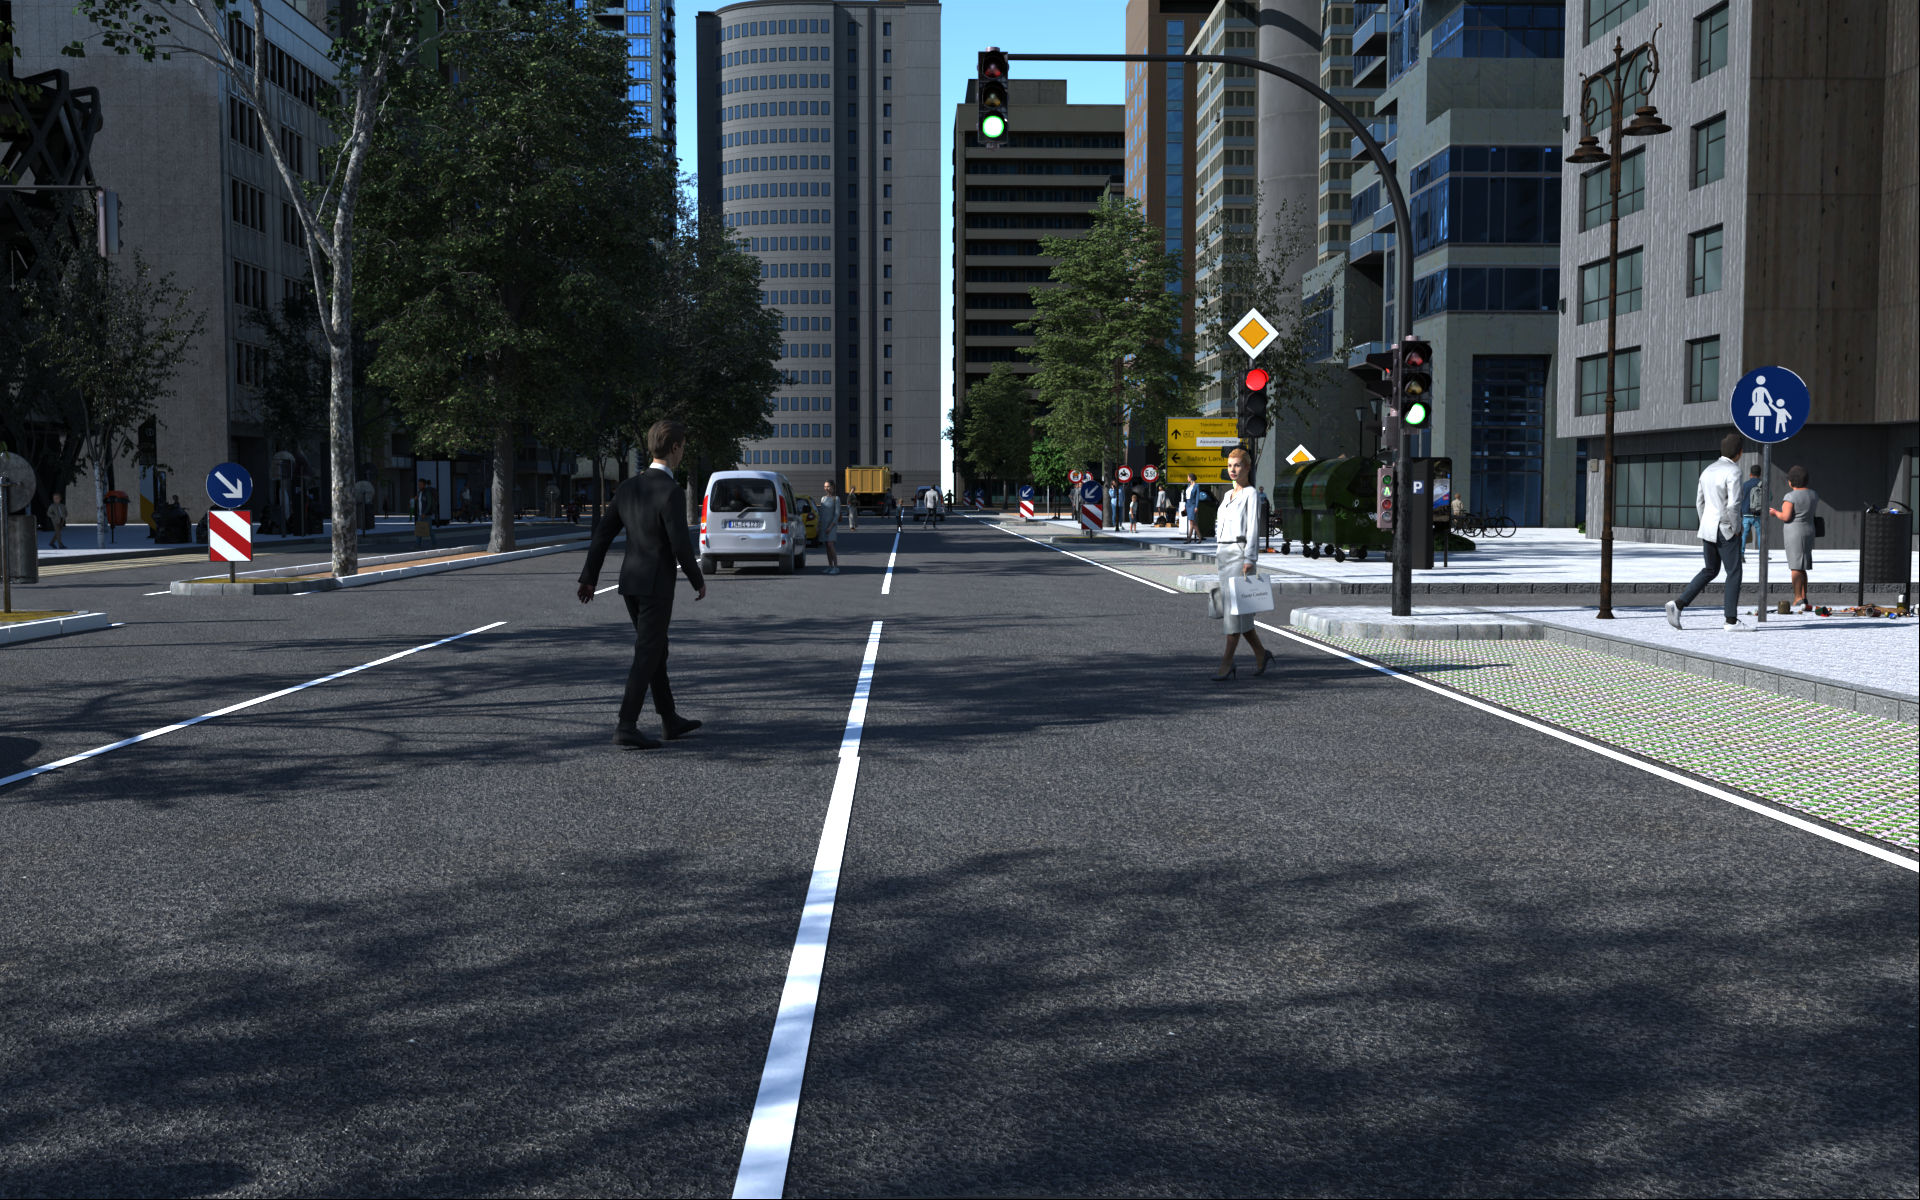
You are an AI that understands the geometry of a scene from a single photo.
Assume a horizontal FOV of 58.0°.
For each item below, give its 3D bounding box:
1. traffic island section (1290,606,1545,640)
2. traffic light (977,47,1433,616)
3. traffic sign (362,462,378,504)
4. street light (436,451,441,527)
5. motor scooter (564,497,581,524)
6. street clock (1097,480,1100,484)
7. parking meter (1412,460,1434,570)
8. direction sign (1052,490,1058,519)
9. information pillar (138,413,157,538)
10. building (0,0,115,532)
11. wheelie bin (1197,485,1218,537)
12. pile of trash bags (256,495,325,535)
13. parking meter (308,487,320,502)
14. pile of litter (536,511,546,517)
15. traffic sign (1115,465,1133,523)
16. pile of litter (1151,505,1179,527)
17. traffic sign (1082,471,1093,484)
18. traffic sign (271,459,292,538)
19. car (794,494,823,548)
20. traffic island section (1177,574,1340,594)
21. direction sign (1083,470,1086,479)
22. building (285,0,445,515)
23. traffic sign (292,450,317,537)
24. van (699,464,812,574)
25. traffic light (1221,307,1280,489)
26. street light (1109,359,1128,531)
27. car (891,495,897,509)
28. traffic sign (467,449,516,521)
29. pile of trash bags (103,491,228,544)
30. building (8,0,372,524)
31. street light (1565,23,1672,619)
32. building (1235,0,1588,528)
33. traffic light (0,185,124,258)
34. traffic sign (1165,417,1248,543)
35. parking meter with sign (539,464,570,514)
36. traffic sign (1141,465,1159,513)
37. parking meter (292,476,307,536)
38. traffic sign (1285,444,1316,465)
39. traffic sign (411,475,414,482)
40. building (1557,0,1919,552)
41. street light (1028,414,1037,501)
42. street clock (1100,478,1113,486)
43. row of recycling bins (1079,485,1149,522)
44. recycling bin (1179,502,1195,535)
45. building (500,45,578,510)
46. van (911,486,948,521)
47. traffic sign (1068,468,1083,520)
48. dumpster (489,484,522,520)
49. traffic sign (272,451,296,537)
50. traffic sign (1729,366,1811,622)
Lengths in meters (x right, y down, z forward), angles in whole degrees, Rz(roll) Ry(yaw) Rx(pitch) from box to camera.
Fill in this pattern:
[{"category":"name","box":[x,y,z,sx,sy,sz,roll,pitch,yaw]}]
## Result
[{"category":"traffic island section","box":[4.674,0.243,18.310,2.009,0.180,2.903,0,4,-2]},{"category":"traffic light","box":[2.546,-2.650,17.990,4.771,5.953,1.251,0,4,-2]},{"category":"traffic sign","box":[-23.640,-4.229,69.251,0.768,2.556,0.104,0,4,1]},{"category":"street light","box":[-20.412,-5.798,67.590,0.468,5.910,1.993,0,4,-2]},{"category":"motor scooter","box":[-18.245,-4.217,81.717,0.815,1.314,1.986,0,4,0]},{"category":"street clock","box":[7.398,-5.299,91.208,0.471,2.002,0.358,1,4,19]},{"category":"parking meter","box":[7.831,-1.454,29.492,0.399,1.863,0.255,3,5,41]},{"category":"direction sign","box":[5.001,-6.041,90.768,0.876,3.537,0.379,0,4,-7]},{"category":"information pillar","box":[-23.485,-3.596,50.149,0.504,3.616,0.183,-1,4,-11]},{"category":"building","box":[-39.178,-11.752,59.601,16.820,18.784,16.811,0,4,-2]},{"category":"wheelie bin","box":[7.304,-2.666,51.489,0.693,1.594,0.980,0,4,8]},{"category":"pile of trash bags","box":[-21.242,-2.781,55.220,1.912,1.369,3.447,-2,4,-31]},{"category":"parking meter","box":[-22.688,-3.207,60.844,0.372,1.533,0.369,0,3,0]},{"category":"pile of litter","box":[-23.512,-5.145,98.088,1.176,0.858,1.719,0,4,-2]},{"category":"traffic sign","box":[7.293,-4.710,77.108,0.768,2.556,0.104,0,4,6]},{"category":"pile of litter","box":[8.236,-3.237,66.887,1.719,0.858,1.176,1,4,8]},{"category":"traffic sign","box":[7.051,-5.917,96.841,0.768,2.556,0.104,0,4,2]},{"category":"traffic sign","box":[-19.796,-2.962,50.554,0.606,2.300,0.079,0,4,5]},{"category":"car","box":[-4.659,-2.289,47.655,2.015,1.641,3.980,0,4,-2]},{"category":"traffic island section","box":[4.429,-0.245,26.291,2.009,0.180,2.903,0,4,-2]},{"category":"direction sign","box":[6.282,-6.128,92.185,0.876,3.537,0.379,0,4,4]},{"category":"building","box":[-40.698,-25.871,106.578,14.154,41.232,14.086,0,4,-2]},{"category":"traffic sign","box":[-19.585,-3.153,51.550,0.884,2.594,0.081,0,4,3]},{"category":"van","box":[-3.807,-1.543,32.233,2.013,2.044,4.112,0,4,-1]},{"category":"traffic light","box":[4.389,-2.279,26.176,0.839,4.253,0.868,0,4,-2]},{"category":"street light","box":[5.411,-5.296,59.373,0.468,5.910,1.993,0,4,-2]},{"category":"car","box":[-7.189,-9.693,171.066,1.945,1.354,3.894,0,4,-3]},{"category":"traffic sign","box":[-21.335,-5.202,78.926,2.265,3.308,0.079,0,4,4]},{"category":"pile of trash bags","box":[-20.703,-2.179,45.377,3.447,1.369,1.912,0,4,1]},{"category":"building","box":[-37.721,-16.236,83.476,12.078,24.808,19.932,0,4,-2]},{"category":"street light","box":[6.648,-2.744,17.658,0.468,5.910,1.993,0,4,-2]},{"category":"building","box":[26.793,-46.811,78.024,22.319,86.520,31.000,0,4,-2]},{"category":"traffic light","box":[-14.874,-3.115,25.606,4.771,5.953,1.251,0,4,-2]},{"category":"traffic sign","box":[6.552,-3.170,45.701,2.265,3.308,0.079,0,4,1]},{"category":"parking meter with sign","box":[-23.509,-6.370,100.404,1.738,3.016,0.543,0,4,-6]},{"category":"traffic sign","box":[8.265,-4.603,75.368,0.768,2.556,0.104,0,4,2]},{"category":"parking meter","box":[-20.194,-2.891,52.975,0.399,1.863,0.255,-1,4,-12]},{"category":"traffic sign","box":[8.945,-2.795,45.435,0.795,2.593,0.064,0,4,6]},{"category":"traffic sign","box":[-23.059,-4.527,74.022,0.884,2.594,0.081,0,4,4]},{"category":"building","box":[24.153,-16.547,42.250,14.107,30.474,14.160,0,4,-2]},{"category":"street light","box":[4.191,-7.804,100.381,0.468,5.910,1.993,0,4,-2]},{"category":"street clock","box":[6.583,-4.405,76.593,0.358,2.002,0.471,3,4,36]},{"category":"row of recycling bins","box":[7.005,-4.362,78.428,3.534,1.692,1.069,-2,4,-24]},{"category":"recycling bin","box":[7.449,-2.595,54.976,0.722,1.027,0.722,-3,5,-41]},{"category":"building","box":[-46.009,-27.943,148.750,23.993,40.220,32.217,0,4,-2]},{"category":"van","box":[-1.633,-5.227,92.472,2.013,2.044,4.112,0,4,0]},{"category":"traffic sign","box":[5.691,-5.209,85.270,0.768,2.556,0.104,0,4,5]},{"category":"dumpster","box":[-22.259,-4.835,84.811,1.264,1.857,1.865,0,4,-2]},{"category":"traffic sign","box":[-19.961,-3.119,51.107,0.768,2.556,0.104,0,4,7]},{"category":"traffic sign","box":[8.046,-1.051,17.292,0.768,2.556,0.104,0,4,7]}]
